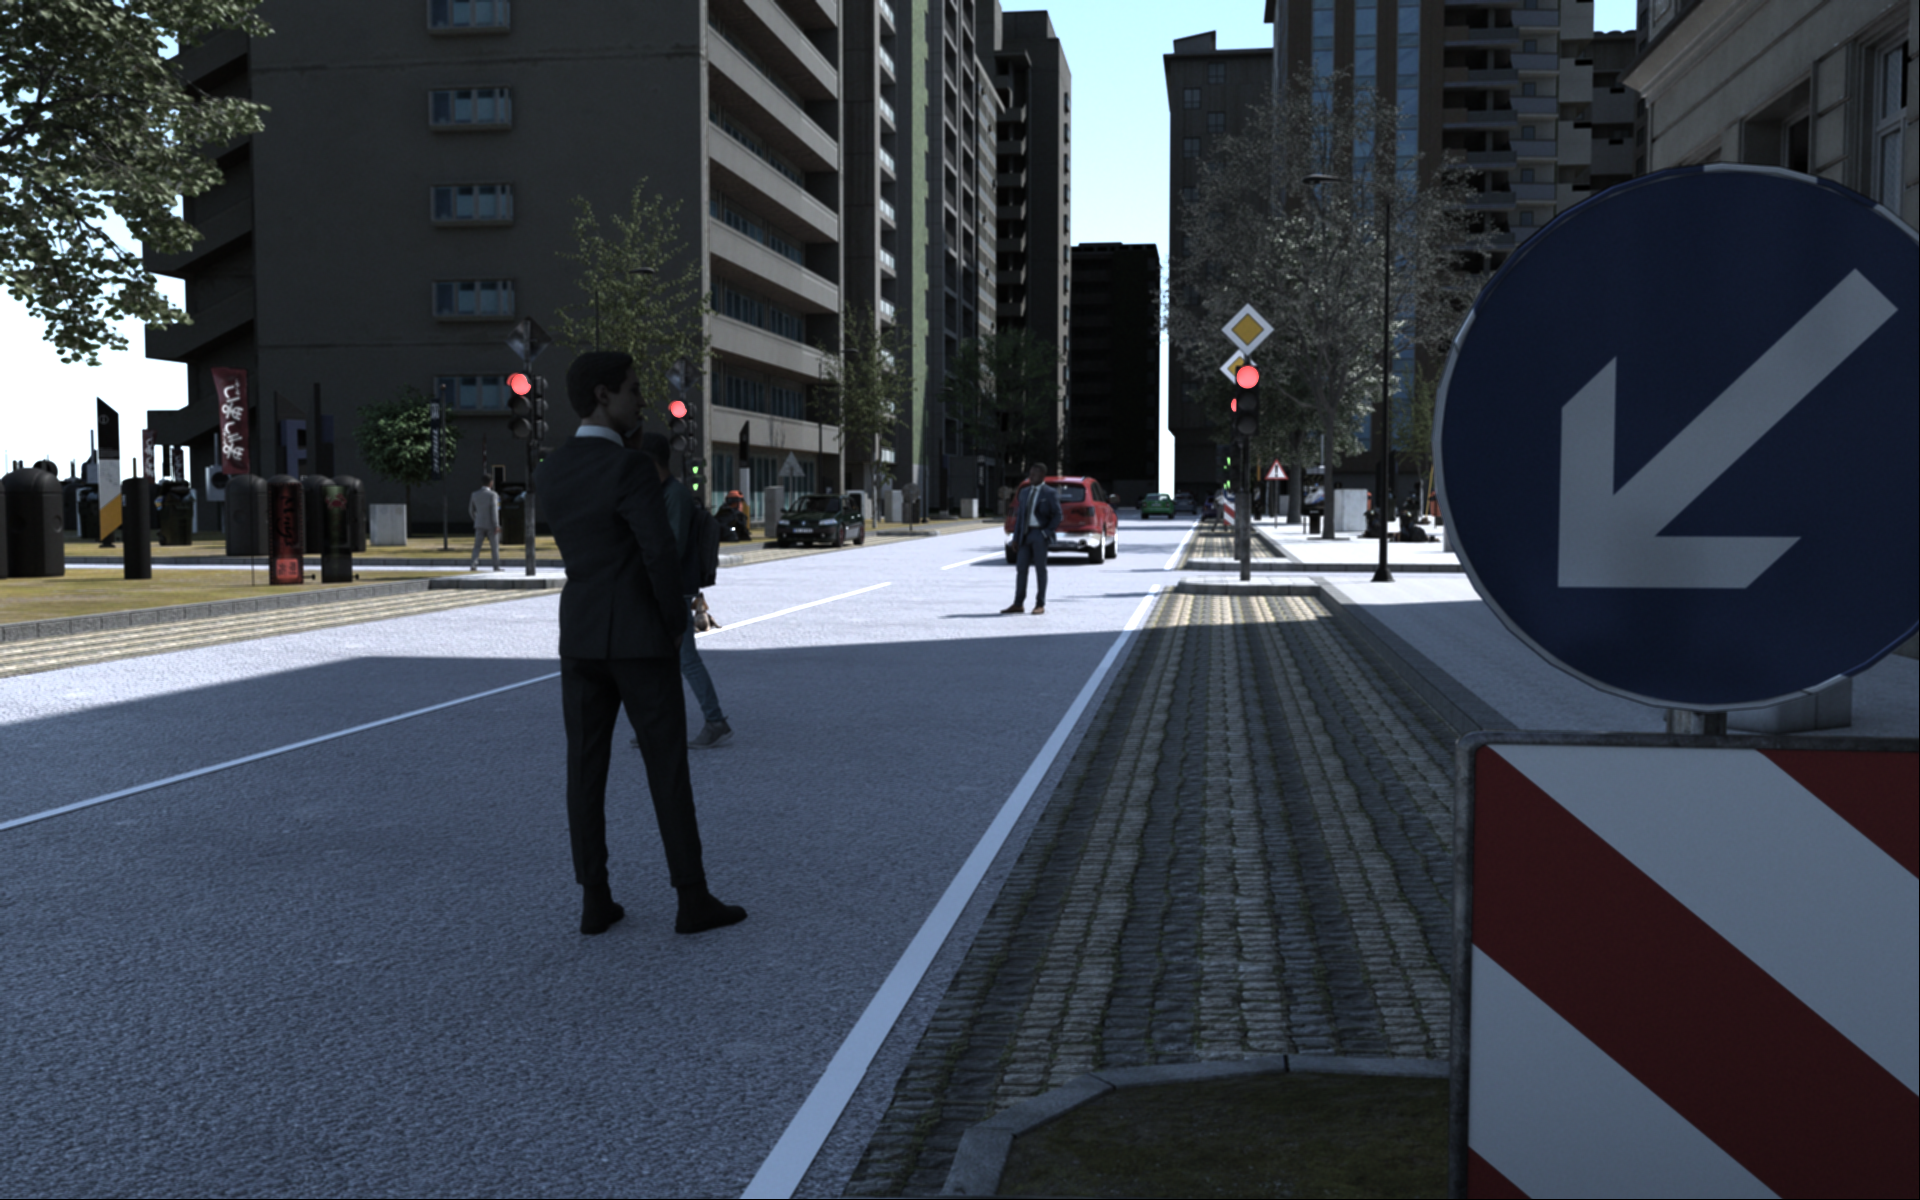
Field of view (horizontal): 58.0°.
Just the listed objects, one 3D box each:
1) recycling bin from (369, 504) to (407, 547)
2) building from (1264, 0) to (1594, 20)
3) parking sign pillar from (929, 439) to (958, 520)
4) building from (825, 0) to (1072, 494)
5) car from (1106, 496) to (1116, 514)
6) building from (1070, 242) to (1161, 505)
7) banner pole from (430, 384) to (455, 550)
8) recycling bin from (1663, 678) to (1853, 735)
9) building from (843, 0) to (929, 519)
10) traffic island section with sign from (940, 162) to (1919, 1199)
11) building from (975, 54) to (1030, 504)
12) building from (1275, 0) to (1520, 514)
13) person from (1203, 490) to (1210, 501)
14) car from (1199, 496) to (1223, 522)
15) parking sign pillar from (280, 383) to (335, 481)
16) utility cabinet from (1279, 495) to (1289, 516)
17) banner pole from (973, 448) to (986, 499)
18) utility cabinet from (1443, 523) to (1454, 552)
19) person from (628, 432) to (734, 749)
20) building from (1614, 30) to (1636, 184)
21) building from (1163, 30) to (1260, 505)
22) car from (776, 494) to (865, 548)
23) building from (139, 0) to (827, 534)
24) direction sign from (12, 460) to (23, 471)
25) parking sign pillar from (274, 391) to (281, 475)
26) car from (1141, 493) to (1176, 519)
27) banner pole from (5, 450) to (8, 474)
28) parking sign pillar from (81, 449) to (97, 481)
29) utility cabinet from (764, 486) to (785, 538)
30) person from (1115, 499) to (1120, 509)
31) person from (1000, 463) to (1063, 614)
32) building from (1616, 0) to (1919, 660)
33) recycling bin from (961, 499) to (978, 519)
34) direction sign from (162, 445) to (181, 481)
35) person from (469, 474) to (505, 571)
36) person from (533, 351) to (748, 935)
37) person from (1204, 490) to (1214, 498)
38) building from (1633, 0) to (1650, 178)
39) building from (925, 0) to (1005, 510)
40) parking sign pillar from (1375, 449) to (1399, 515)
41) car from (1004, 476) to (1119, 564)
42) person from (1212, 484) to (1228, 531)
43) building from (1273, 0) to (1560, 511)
[{"bbox_3d":[-14.114,-1.846,42.739,0.722,1.027,0.722,-2,4,-33],"label":"recycling bin"},{"bbox_3d":[43.471,-35.161,164.124,28.713,52.752,27.495,1,4,8],"label":"building"},{"bbox_3d":[-0.800,-5.943,85.633,1.447,3.967,1.447,0,4,1],"label":"parking sign pillar"},{"bbox_3d":[-0.253,-33.611,173.240,21.600,48.544,21.300,1,4,8],"label":"building"},{"bbox_3d":[7.952,-5.292,99.103,1.945,1.354,3.894,1,4,10],"label":"car"},{"bbox_3d":[16.174,-26.298,201.672,14.107,30.474,14.160,1,4,8],"label":"building"},{"bbox_3d":[-11.951,-3.042,39.761,0.401,3.779,0.863,-3,5,-44],"label":"banner pole"},{"bbox_3d":[4.455,0.177,9.664,0.722,1.027,0.722,-2,4,-30],"label":"recycling bin"},{"bbox_3d":[-9.705,-24.880,90.380,14.154,41.232,14.086,1,4,8],"label":"building"},{"bbox_3d":[0.917,0.351,2.886,1.989,1.847,2.006,1,4,8],"label":"traffic island section with sign"},{"bbox_3d":[-9.906,-27.739,145.408,32.217,40.220,23.993,1,4,8],"label":"building"},{"bbox_3d":[28.378,-28.426,114.871,14.600,45.320,14.200,1,4,8],"label":"building"},{"bbox_3d":[20.518,-8.253,144.230,0.721,1.735,1.217,2,4,28],"label":"person"},{"bbox_3d":[13.383,-4.717,89.709,1.945,1.354,3.894,0,4,8],"label":"car"},{"bbox_3d":[-15.788,-3.318,42.717,1.447,3.967,1.447,-2,4,-30],"label":"parking sign pillar"},{"bbox_3d":[19.067,-5.469,100.584,1.020,1.237,0.306,1,4,15],"label":"utility cabinet"},{"bbox_3d":[0.992,-6.321,93.363,0.863,3.779,0.401,1,4,15],"label":"banner pole"},{"bbox_3d":[11.262,-1.665,38.388,1.020,1.237,0.306,0,4,5],"label":"utility cabinet"},{"bbox_3d":[-1.663,-0.060,9.836,0.721,1.781,0.623,-2,4,-35],"label":"person"},{"bbox_3d":[65.163,-37.361,200.095,27.495,52.752,28.713,1,4,8],"label":"building"},{"bbox_3d":[38.100,-37.663,205.036,27.495,52.752,28.713,1,4,8],"label":"building"},{"bbox_3d":[-3.765,-2.283,47.109,2.009,1.686,4.222,1,4,9],"label":"car"},{"bbox_3d":[-17.088,-27.001,65.167,21.300,48.544,21.600,1,4,8],"label":"building"},{"bbox_3d":[-62.707,-7.545,115.361,0.876,3.537,0.379,1,4,17],"label":"direction sign"},{"bbox_3d":[-17.347,-3.500,45.702,1.447,3.967,1.447,3,5,39],"label":"parking sign pillar"},{"bbox_3d":[11.502,-5.607,100.475,1.959,1.807,4.718,1,4,9],"label":"car"},{"bbox_3d":[-53.943,-6.609,98.068,0.401,3.779,0.863,-2,4,-26],"label":"banner pole"},{"bbox_3d":[-52.268,-7.066,103.996,1.447,3.967,1.447,0,4,-2],"label":"parking sign pillar"},{"bbox_3d":[-5.418,-2.555,50.451,0.318,1.500,1.173,-1,4,-21],"label":"utility cabinet"},{"bbox_3d":[15.312,-9.624,169.081,0.991,1.433,0.599,-3,5,-44],"label":"person"},{"bbox_3d":[0.885,-0.739,20.758,0.721,1.800,0.419,2,4,31],"label":"person"},{"bbox_3d":[13.859,-10.604,6.665,16.112,22.955,30.059,1,4,8],"label":"building"},{"bbox_3d":[0.488,-4.760,90.380,0.722,1.027,0.722,1,4,23],"label":"recycling bin"},{"bbox_3d":[-35.596,-5.279,78.312,0.379,3.537,0.876,2,4,35],"label":"direction sign"},{"bbox_3d":[-8.336,-1.323,30.404,0.678,1.792,0.850,1,4,16],"label":"person"},{"bbox_3d":[-1.092,0.129,5.758,0.648,1.900,0.474,2,4,27],"label":"person"},{"bbox_3d":[22.521,-8.998,155.635,1.348,1.821,0.705,1,4,15],"label":"person"},{"bbox_3d":[74.528,-44.330,163.049,20.611,71.187,20.563,1,4,8],"label":"building"},{"bbox_3d":[-7.508,-41.742,120.732,20.563,71.187,20.611,1,4,8],"label":"building"},{"bbox_3d":[25.714,-7.085,104.313,1.447,3.967,1.447,-3,5,-43],"label":"parking sign pillar"},{"bbox_3d":[2.227,-1.745,37.205,2.281,1.827,5.304,1,4,10],"label":"car"},{"bbox_3d":[9.261,-3.234,61.473,0.679,1.850,0.850,-3,5,-40],"label":"person"},{"bbox_3d":[35.515,-36.311,135.681,21.231,58.520,28.212,1,4,8],"label":"building"}]
